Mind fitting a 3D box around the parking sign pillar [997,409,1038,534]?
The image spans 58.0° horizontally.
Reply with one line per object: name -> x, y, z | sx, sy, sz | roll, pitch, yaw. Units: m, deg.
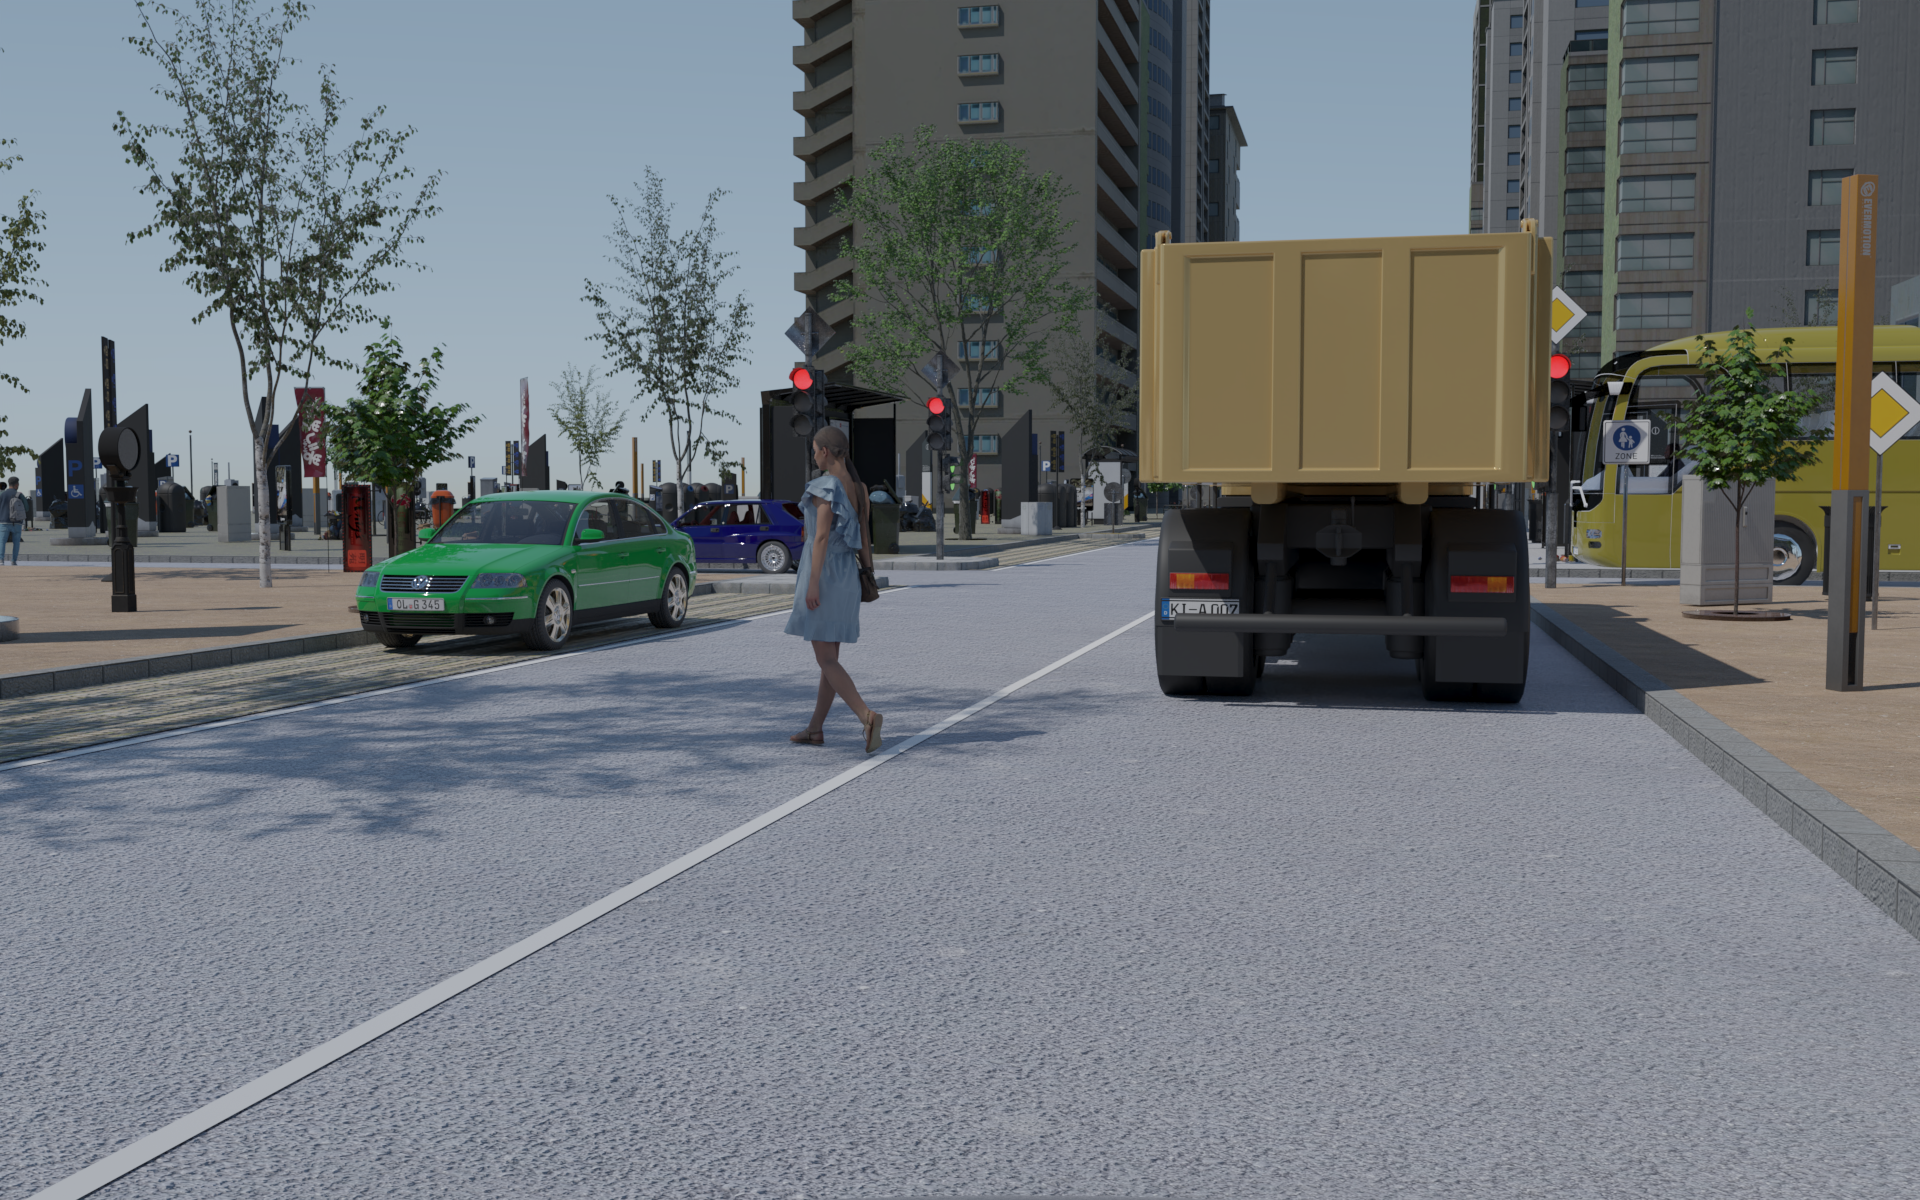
parking sign pillar -> 1.924, -4.118, 55.797 | 1.447, 3.967, 1.447 | -3, 5, -41

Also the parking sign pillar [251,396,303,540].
parking sign pillar -> -19.431, -3.671, 48.494 | 1.447, 3.967, 1.447 | -2, 4, -33

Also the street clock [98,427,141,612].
street clock -> -9.100, -0.870, 18.800 | 0.358, 2.002, 0.471 | 0, 4, 4

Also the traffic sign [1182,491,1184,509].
traffic sign -> 13.342, -6.337, 103.715 | 0.768, 2.556, 0.104 | 1, 4, 20

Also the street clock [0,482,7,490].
street clock -> -55.790, -5.894, 100.943 | 0.358, 2.002, 0.471 | 2, 4, 33

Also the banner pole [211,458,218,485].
banner pole -> -52.076, -8.013, 121.026 | 0.863, 3.779, 0.401 | 2, 4, 30

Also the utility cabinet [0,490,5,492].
utility cabinet -> -54.508, -5.517, 98.886 | 0.318, 1.500, 1.173 | 1, 4, 9

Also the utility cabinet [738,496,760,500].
utility cabinet -> -5.932, -2.337, 49.368 | 0.306, 1.237, 1.020 | -3, 5, -44

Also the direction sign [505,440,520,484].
direction sign -> -18.968, -4.982, 73.446 | 0.876, 3.537, 0.379 | 3, 4, 37

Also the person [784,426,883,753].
person -> -0.666, -0.070, 9.737 | 0.778, 1.811, 0.616 | 3, 5, 43

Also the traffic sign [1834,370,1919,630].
traffic sign -> 8.629, -0.923, 16.280 | 0.795, 2.450, 0.064 | 1, 4, 21

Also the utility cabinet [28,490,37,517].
utility cabinet -> -50.314, -5.270, 94.850 | 1.173, 1.500, 0.318 | -3, 5, -45

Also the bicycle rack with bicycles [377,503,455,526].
bicycle rack with bicycles -> -21.965, -3.523, 70.976 | 2.925, 0.926, 2.852 | 2, 4, 25

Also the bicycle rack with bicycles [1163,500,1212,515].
bicycle rack with bicycles -> 13.602, -5.651, 105.774 | 2.925, 0.926, 2.852 | 3, 5, 40

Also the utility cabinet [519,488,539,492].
utility cabinet -> -16.707, -3.520, 66.239 | 1.173, 1.500, 0.318 | 0, 4, -3

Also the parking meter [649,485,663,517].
parking meter -> -8.482, -2.443, 48.351 | 0.372, 1.533, 0.369 | 0, 3, 0

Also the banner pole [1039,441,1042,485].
banner pole -> 3.620, -5.658, 82.525 | 0.863, 3.779, 0.401 | 2, 4, 33

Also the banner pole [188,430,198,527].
banner pole -> -30.129, -4.766, 67.945 | 0.401, 3.779, 0.863 | -1, 4, -20

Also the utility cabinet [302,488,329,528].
utility cabinet -> -24.394, -3.455, 65.167 | 0.318, 1.500, 1.173 | 3, 5, 40

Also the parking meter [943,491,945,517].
parking meter -> -1.029, -5.338, 95.683 | 0.372, 1.533, 0.369 | 0, 3, 0

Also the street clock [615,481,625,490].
street clock -> -18.665, -5.536, 95.079 | 0.471, 2.002, 0.358 | 1, 4, 22

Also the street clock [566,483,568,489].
street clock -> -24.662, -6.315, 107.824 | 0.358, 2.002, 0.471 | 3, 4, 37

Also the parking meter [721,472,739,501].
parking meter -> -5.525, -2.196, 41.620 | 0.399, 1.863, 0.255 | 0, 4, -5

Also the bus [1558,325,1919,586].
bus -> 15.248, -2.074, 25.460 | 12.252, 3.916, 2.896 | 1, 4, 12

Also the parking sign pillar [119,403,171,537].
parking sign pillar -> -24.801, -3.872, 51.785 | 1.447, 3.967, 1.447 | 0, 4, 4

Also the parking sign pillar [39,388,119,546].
parking sign pillar -> -22.138, -3.370, 43.572 | 1.447, 3.967, 1.447 | -1, 4, -17

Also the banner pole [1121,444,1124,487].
banner pole -> 8.185, -5.971, 87.648 | 0.401, 3.779, 0.863 | 0, 4, -2

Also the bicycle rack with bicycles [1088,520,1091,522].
bicycle rack with bicycles -> 4.700, -4.012, 78.981 | 2.925, 0.926, 2.852 | -1, 4, -17

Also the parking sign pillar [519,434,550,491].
parking sign pillar -> -19.088, -5.460, 77.735 | 1.447, 3.967, 1.447 | 1, 4, 16

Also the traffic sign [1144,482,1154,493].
traffic sign -> 8.840, -5.057, 82.688 | 0.884, 2.594, 0.081 | 1, 4, 22

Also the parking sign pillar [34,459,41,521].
parking sign pillar -> -43.295, -5.745, 82.402 | 1.447, 3.967, 1.447 | 1, 4, 21

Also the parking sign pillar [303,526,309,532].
parking sign pillar -> -22.856, -4.288, 58.585 | 1.447, 3.967, 1.447 | 1, 4, 14

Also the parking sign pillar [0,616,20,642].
parking sign pillar -> -9.010, -1.620, 14.963 | 1.447, 3.967, 1.447 | -2, 4, -25

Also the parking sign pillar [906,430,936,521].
parking sign pillar -> -1.731, -5.209, 73.636 | 1.447, 3.967, 1.447 | -3, 5, -41

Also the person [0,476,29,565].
person -> -18.636, -1.540, 34.021 | 0.623, 1.781, 0.721 | -2, 4, -31

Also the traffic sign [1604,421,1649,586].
traffic sign -> 9.235, -1.340, 24.045 | 0.606, 2.300, 0.079 | 1, 4, 23

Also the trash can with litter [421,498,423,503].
trash can with litter -> -35.493, -6.255, 113.321 | 2.233, 1.210, 1.678 | -3, 4, -38

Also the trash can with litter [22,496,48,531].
trash can with litter -> -32.532, -2.994, 60.003 | 1.678, 1.210, 2.233 | 0, 4, -7

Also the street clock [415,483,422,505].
street clock -> -29.075, -5.391, 92.710 | 0.471, 2.002, 0.358 | 1, 4, 15

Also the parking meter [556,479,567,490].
parking meter -> -15.717, -3.832, 68.362 | 0.399, 1.863, 0.255 | -1, 4, -11

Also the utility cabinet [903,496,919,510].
utility cabinet -> -1.751, -3.090, 61.679 | 0.306, 1.237, 1.020 | -1, 4, -19

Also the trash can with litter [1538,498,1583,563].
trash can with litter -> 11.984, -1.358, 33.258 | 1.678, 1.210, 2.233 | 3, 4, 39

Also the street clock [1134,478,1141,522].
street clock -> 8.086, -4.548, 78.923 | 0.358, 2.002, 0.471 | 1, 4, 21

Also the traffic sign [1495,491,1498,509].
traffic sign -> 12.402, -2.449, 40.039 | 0.884, 2.594, 0.081 | 2, 4, 23

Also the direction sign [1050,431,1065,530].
direction sign -> 3.489, -4.290, 62.142 | 0.379, 3.537, 0.876 | 3, 4, 37

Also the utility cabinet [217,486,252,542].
utility cabinet -> -19.390, -2.298, 46.251 | 0.318, 1.500, 1.173 | 0, 4, 6

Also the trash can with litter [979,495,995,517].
trash can with litter -> 2.519, -5.516, 101.243 | 2.233, 1.210, 1.678 | 3, 5, 41

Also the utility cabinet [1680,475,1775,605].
utility cabinet -> 8.867, -0.691, 19.979 | 1.173, 1.500, 0.318 | -2, 4, -26

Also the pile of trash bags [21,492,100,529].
pile of trash bags -> -33.539, -3.340, 64.359 | 3.447, 1.369, 1.912 | -1, 4, -12

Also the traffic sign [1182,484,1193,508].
traffic sign -> 12.147, -5.532, 92.580 | 0.606, 2.300, 0.079 | 1, 4, 20

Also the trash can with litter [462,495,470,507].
trash can with litter -> -24.732, -4.722, 88.266 | 2.233, 1.210, 1.678 | 0, 4, -6

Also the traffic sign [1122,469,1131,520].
traffic sign -> 8.146, -5.278, 86.393 | 0.768, 2.556, 0.104 | 1, 4, 19

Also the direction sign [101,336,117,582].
direction sign -> -12.405, -2.038, 25.324 | 0.379, 3.537, 0.876 | -1, 4, -16

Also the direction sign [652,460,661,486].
direction sign -> -20.096, -7.512, 114.812 | 0.876, 3.537, 0.379 | 3, 5, 42

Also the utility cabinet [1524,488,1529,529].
utility cabinet -> 20.373, -3.369, 63.758 | 0.318, 1.500, 1.173 | -2, 4, -31
